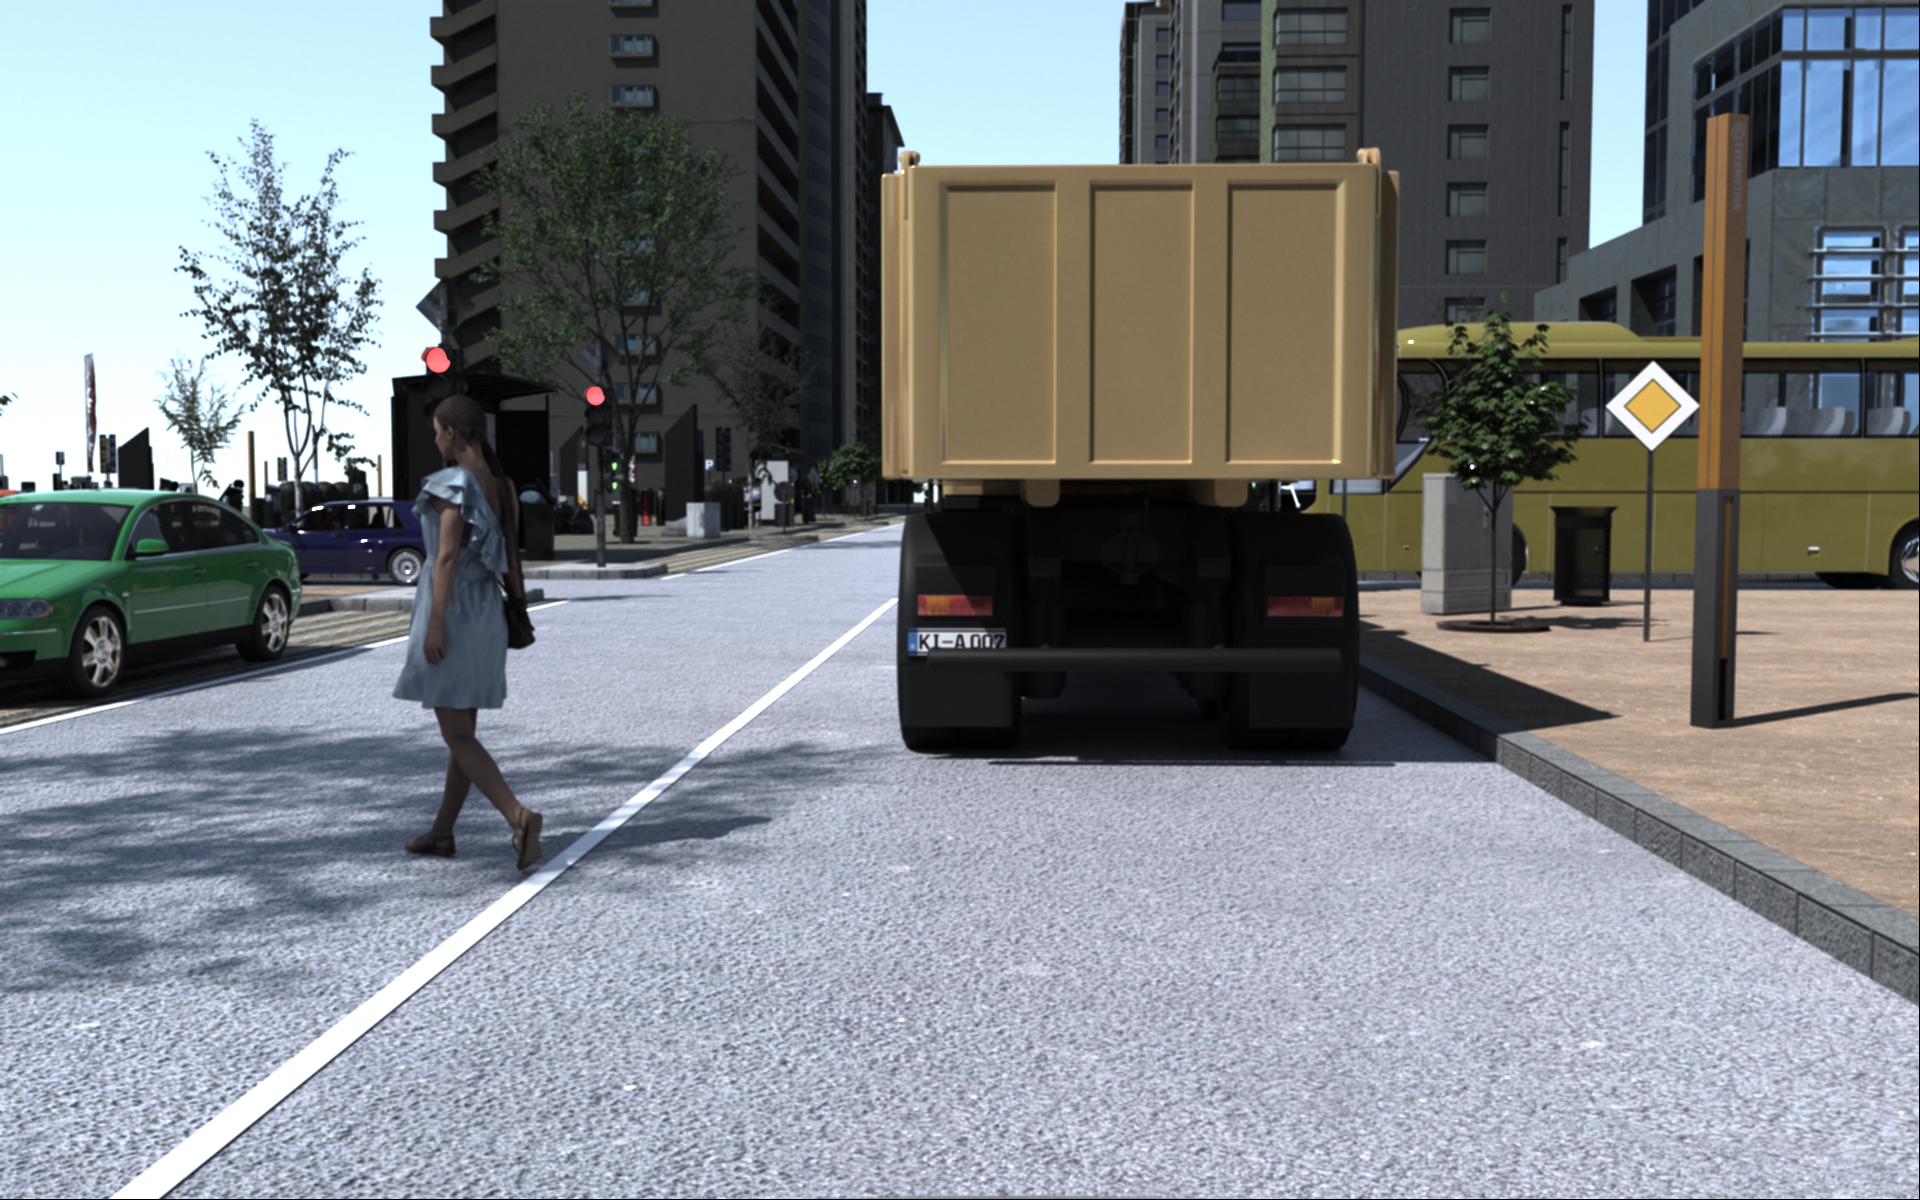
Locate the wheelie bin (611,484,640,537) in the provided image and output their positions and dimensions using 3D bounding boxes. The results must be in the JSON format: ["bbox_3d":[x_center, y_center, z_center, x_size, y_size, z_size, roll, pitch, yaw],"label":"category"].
[{"bbox_3d":[-10.032,-2.697,52.007,0.693,1.594,0.980,-3,5,-39],"label":"wheelie bin"}]

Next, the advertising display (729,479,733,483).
[{"bbox_3d":[-9.577,-4.126,72.676,0.123,1.923,0.974,-1,4,-14],"label":"advertising display"}]

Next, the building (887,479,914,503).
[{"bbox_3d":[-14.226,-29.483,253.745,14.160,30.474,14.107,0,4,2],"label":"building"}]

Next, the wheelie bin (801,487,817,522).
[{"bbox_3d":[-6.943,-4.370,79.357,0.693,1.594,0.980,-1,4,-15],"label":"wheelie bin"}]

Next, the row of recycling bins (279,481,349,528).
[{"bbox_3d":[-20.702,-2.972,55.697,1.069,1.692,3.534,1,4,13],"label":"row of recycling bins"}]

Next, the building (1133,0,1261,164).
[{"bbox_3d":[31.663,-41.003,212.397,21.231,58.520,28.212,0,4,2],"label":"building"}]

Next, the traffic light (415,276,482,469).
[{"bbox_3d":[-6.599,-2.043,22.321,0.839,4.253,0.868,0,4,2],"label":"traffic light"}]

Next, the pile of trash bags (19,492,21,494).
[{"bbox_3d":[-18.717,-1.660,36.895,3.447,1.369,1.912,-1,4,-13],"label":"pile of trash bags"}]

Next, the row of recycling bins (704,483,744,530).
[{"bbox_3d":[-8.646,-3.444,63.428,1.069,1.692,3.534,1,4,8],"label":"row of recycling bins"}]

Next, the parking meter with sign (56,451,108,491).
[{"bbox_3d":[-36.040,-4.574,71.047,1.738,3.016,0.543,0,4,-1],"label":"parking meter with sign"}]

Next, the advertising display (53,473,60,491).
[{"bbox_3d":[-27.910,-2.956,53.541,0.123,1.923,0.974,-1,4,-23],"label":"advertising display"}]

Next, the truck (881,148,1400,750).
[{"bbox_3d":[1.021,-1.065,13.345,3.469,3.379,9.791,0,4,2],"label":"truck"}]

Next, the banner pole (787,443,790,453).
[{"bbox_3d":[-8.418,-5.802,84.884,0.401,3.779,0.863,-1,4,-13],"label":"banner pole"}]

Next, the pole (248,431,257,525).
[{"bbox_3d":[-22.852,-3.796,55.907,0.158,3.312,0.155,0,3,0],"label":"pole"}]

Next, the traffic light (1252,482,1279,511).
[{"bbox_3d":[3.954,-2.018,21.913,0.839,4.253,0.868,0,4,2],"label":"traffic light"}]

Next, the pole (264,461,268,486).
[{"bbox_3d":[-42.477,-6.863,106.053,0.158,3.312,0.155,0,3,0],"label":"pole"}]

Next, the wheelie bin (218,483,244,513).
[{"bbox_3d":[-20.593,-2.511,48.957,0.693,1.594,0.980,-2,4,-23],"label":"wheelie bin"}]

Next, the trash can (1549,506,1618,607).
[{"bbox_3d":[7.141,-0.503,19.873,0.748,1.137,0.748,0,3,0],"label":"trash can"}]

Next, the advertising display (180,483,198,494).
[{"bbox_3d":[-45.363,-5.914,101.901,0.974,1.923,0.123,-1,4,-13],"label":"advertising display"}]

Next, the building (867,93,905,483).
[{"bbox_3d":[-22.480,-39.338,232.414,28.713,52.752,27.495,0,4,2],"label":"building"}]

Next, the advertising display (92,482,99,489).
[{"bbox_3d":[-45.991,-5.311,92.042,0.123,1.923,0.974,0,4,-6],"label":"advertising display"}]

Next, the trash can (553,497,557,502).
[{"bbox_3d":[-17.514,-3.866,74.860,0.748,1.137,0.748,0,3,0],"label":"trash can"}]

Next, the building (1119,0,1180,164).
[{"bbox_3d":[31.584,-49.763,251.870,20.563,71.187,20.611,0,4,2],"label":"building"}]

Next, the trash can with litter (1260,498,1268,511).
[{"bbox_3d":[5.942,-1.298,32.277,1.678,1.210,2.233,2,4,27],"label":"trash can with litter"}]

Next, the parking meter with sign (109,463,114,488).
[{"bbox_3d":[-47.927,-6.197,97.578,0.543,3.016,1.738,-1,4,-18],"label":"parking meter with sign"}]

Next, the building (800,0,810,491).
[{"bbox_3d":[-19.657,-27.636,135.448,14.154,41.232,14.086,0,4,2],"label":"building"}]

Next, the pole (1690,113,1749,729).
[{"bbox_3d":[4.143,-0.954,9.443,0.158,3.312,0.155,0,3,0],"label":"pole"}]

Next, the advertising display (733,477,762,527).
[{"bbox_3d":[-8.201,-3.795,67.264,0.974,1.923,0.123,0,4,2],"label":"advertising display"}]

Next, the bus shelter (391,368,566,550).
[{"bbox_3d":[-9.741,-2.708,35.553,1.731,3.624,6.357,0,4,2],"label":"bus shelter"}]

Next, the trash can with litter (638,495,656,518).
[{"bbox_3d":[-16.615,-5.264,97.118,2.233,1.210,1.678,2,4,30],"label":"trash can with litter"}]

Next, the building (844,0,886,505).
[{"bbox_3d":[-19.505,-47.061,207.704,20.563,71.187,20.611,0,4,2],"label":"building"}]

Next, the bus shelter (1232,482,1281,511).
[{"bbox_3d":[6.557,-2.801,37.083,1.731,3.624,6.357,0,4,2],"label":"bus shelter"}]

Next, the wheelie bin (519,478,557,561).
[{"bbox_3d":[-8.120,-1.557,33.365,0.693,1.594,0.980,-1,4,-13],"label":"wheelie bin"}]

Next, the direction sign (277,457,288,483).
[{"bbox_3d":[-41.459,-6.974,106.028,0.876,3.537,0.379,2,4,31],"label":"direction sign"}]

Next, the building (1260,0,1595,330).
[{"bbox_3d":[21.236,-24.428,82.987,14.154,41.232,14.086,0,4,2],"label":"building"}]

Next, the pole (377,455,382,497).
[{"bbox_3d":[-29.918,-5.840,89.327,0.158,3.312,0.155,0,3,0],"label":"pole"}]

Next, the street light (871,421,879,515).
[{"bbox_3d":[-5.192,-8.216,107.118,0.468,5.910,1.993,0,4,2],"label":"street light"}]

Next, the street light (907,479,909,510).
[{"bbox_3d":[-4.103,-9.994,136.194,0.468,5.910,1.993,0,4,2],"label":"street light"}]

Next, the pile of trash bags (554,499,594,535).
[{"bbox_3d":[-13.350,-2.732,54.417,3.447,1.369,1.912,-2,4,-32],"label":"pile of trash bags"}]

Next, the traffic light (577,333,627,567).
[{"bbox_3d":[-6.278,-2.531,30.299,0.839,4.253,0.868,0,4,2],"label":"traffic light"}]

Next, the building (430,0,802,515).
[{"bbox_3d":[-22.698,-30.129,116.313,21.300,48.544,21.600,0,4,2],"label":"building"}]

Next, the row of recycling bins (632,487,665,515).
[{"bbox_3d":[-18.647,-6.006,105.305,3.534,1.692,1.069,1,4,19],"label":"row of recycling bins"}]

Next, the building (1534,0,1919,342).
[{"bbox_3d":[32.003,-44.643,42.584,31.000,86.520,22.319,0,4,2],"label":"building"}]

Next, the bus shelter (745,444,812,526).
[{"bbox_3d":[-7.519,-4.790,72.237,2.014,3.302,5.546,0,4,2],"label":"bus shelter"}]

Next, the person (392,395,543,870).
[{"bbox_3d":[-1.875,0.113,6.747,0.778,1.811,0.616,2,4,32],"label":"person"}]

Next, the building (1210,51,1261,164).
[{"bbox_3d":[23.576,-21.094,116.581,14.160,30.474,14.107,0,4,2],"label":"building"}]

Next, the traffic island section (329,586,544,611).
[{"bbox_3d":[-6.639,-0.011,22.457,2.009,0.180,2.903,0,4,2],"label":"traffic island section"}]

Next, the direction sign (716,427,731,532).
[{"bbox_3d":[-8.043,-4.095,58.954,0.379,3.537,0.876,2,4,26],"label":"direction sign"}]

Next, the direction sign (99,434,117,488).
[{"bbox_3d":[-32.277,-4.506,65.674,0.876,3.537,0.379,2,4,26],"label":"direction sign"}]

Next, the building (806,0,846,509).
[{"bbox_3d":[-22.352,-37.604,156.830,21.231,58.520,28.212,0,4,2],"label":"building"}]

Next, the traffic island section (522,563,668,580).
[{"bbox_3d":[-6.317,-0.499,30.435,2.009,0.180,2.903,0,4,2],"label":"traffic island section"}]

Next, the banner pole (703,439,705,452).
[{"bbox_3d":[-11.895,-5.441,78.972,0.863,3.779,0.401,1,4,22],"label":"banner pole"}]

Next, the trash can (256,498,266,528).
[{"bbox_3d":[-26.319,-3.295,65.522,0.748,1.137,0.748,0,3,0],"label":"trash can"}]

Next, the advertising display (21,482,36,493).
[{"bbox_3d":[-48.547,-5.203,90.286,0.123,1.923,0.974,0,4,7],"label":"advertising display"}]
